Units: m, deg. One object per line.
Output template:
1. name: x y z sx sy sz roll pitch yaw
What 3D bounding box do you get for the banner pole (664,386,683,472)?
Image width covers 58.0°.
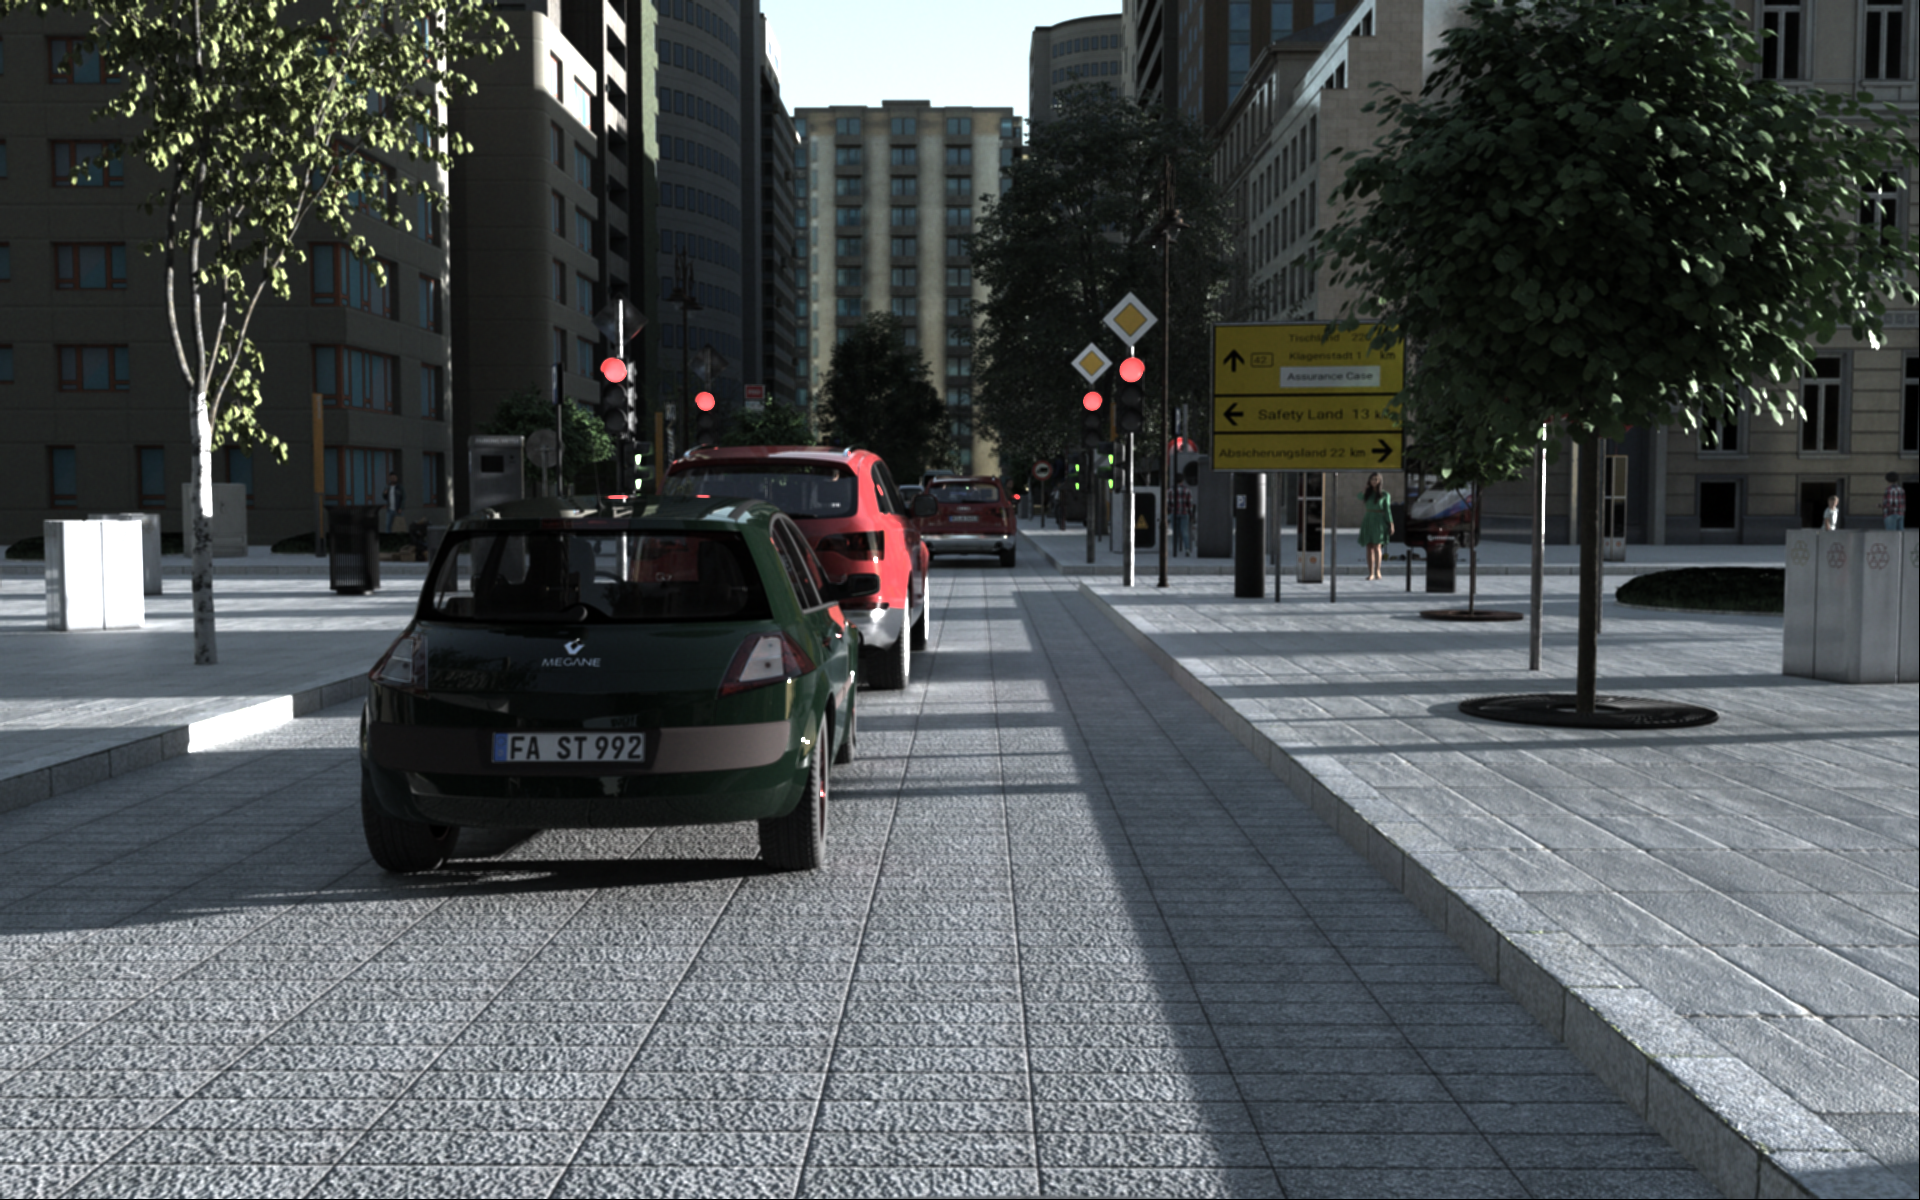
1. banner pole: -6.632 -3.077 40.330 0.401 3.779 0.863 -3 5 -45

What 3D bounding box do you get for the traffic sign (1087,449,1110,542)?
1. traffic sign: 3.771 -2.844 46.607 0.768 2.556 0.104 0 4 7

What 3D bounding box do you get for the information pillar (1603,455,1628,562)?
1. information pillar: 12.446 -1.738 32.905 0.304 2.012 0.304 -1 4 -10

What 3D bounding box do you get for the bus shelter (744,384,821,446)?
1. bus shelter: -6.761 -5.405 66.001 2.179 5.291 8.768 0 4 0

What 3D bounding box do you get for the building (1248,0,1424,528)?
1. building: 18.770 -13.384 73.573 10.420 20.320 16.860 0 4 1

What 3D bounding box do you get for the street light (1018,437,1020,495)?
1. street light: 3.642 -8.201 106.881 0.468 5.910 1.993 0 4 1

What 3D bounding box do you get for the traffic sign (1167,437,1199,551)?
1. traffic sign: 4.936 -2.357 38.641 0.768 2.556 0.104 1 4 9

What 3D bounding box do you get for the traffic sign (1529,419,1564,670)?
1. traffic sign: 4.198 -0.762 12.561 0.768 2.556 0.104 0 4 1

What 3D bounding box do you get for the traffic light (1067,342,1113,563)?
1. traffic light: 2.412 -2.641 32.093 0.839 4.253 0.868 0 4 1

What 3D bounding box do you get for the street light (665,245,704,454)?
1. street light: -5.128 -3.645 32.391 0.468 5.910 1.993 0 4 1

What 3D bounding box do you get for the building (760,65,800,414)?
1. building: -27.104 -28.380 155.901 23.993 40.220 32.217 0 4 1

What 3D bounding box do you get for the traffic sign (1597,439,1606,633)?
1. traffic sign: 5.877 -0.966 15.902 0.768 2.556 0.104 0 4 3

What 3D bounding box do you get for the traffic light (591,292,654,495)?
1. traffic light: -4.723 -2.155 24.158 0.839 4.253 0.868 0 4 1

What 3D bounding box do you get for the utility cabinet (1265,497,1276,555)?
1. utility cabinet: 6.505 -1.589 37.146 0.306 1.237 1.020 -1 4 -13

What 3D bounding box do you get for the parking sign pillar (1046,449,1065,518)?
1. parking sign pillar: 5.386 -6.432 93.640 1.447 3.967 1.447 -1 4 -19

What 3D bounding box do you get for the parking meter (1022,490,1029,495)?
1. parking meter: 3.659 -5.437 97.309 0.372 1.533 0.369 0 3 0

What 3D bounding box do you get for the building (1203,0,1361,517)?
1. building: 20.780 -18.182 94.533 12.463 27.353 25.104 0 4 1

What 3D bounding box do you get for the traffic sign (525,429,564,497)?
1. traffic sign: -8.106 -2.062 33.826 0.768 2.556 0.104 0 4 2

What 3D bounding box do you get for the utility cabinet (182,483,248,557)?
1. utility cabinet: -15.052 -1.610 35.005 0.318 1.500 1.173 3 5 43

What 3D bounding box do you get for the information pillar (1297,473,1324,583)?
1. information pillar: 5.052 -1.252 24.962 0.304 2.012 0.304 0 4 -7

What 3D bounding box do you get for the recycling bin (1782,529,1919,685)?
1. recycling bin: 6.260 0.032 12.034 0.722 1.027 0.722 -1 4 -13

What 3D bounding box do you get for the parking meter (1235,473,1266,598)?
1. parking meter: 3.610 -0.802 21.525 0.372 1.533 0.369 0 3 0

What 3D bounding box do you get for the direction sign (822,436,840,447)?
1. direction sign: -5.023 -4.628 67.670 0.379 3.537 0.876 3 5 45

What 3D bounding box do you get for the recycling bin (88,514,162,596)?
1. recycling bin: -10.618 -0.579 22.025 0.722 1.027 0.722 -3 4 -37

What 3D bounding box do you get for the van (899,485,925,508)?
1. van: -2.252 -4.529 81.059 2.013 2.044 4.112 0 3 0

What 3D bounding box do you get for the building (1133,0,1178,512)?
1. building: 24.984 -31.099 132.175 21.300 48.544 21.600 0 4 1

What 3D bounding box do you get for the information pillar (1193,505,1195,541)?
1. information pillar: 6.417 -2.653 47.876 0.304 2.012 0.304 -1 4 -14

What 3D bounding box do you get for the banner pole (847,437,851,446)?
1. banner pole: -4.868 -5.275 76.261 0.401 3.779 0.863 0 4 6

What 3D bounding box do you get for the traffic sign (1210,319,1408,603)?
1. traffic sign: 4.089 -1.623 20.404 2.265 3.308 0.079 1 4 10

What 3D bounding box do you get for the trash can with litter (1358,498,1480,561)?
1. trash can with litter: 8.872 -1.367 33.415 2.233 1.210 1.678 1 4 17

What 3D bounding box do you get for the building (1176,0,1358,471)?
1. building: 22.010 -28.378 114.086 14.600 45.320 14.200 0 4 1

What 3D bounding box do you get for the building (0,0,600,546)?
1. building: -28.835 -12.960 56.942 27.650 21.520 28.899 0 4 1

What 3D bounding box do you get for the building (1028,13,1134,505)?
1. building: 22.737 -40.941 211.383 28.212 58.520 21.231 0 4 1

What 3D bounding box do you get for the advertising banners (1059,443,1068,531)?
1. advertising banners: 3.644 -3.962 60.961 0.090 3.025 2.074 0 4 -3

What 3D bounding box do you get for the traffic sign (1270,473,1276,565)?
1. traffic sign: 5.673 -1.911 31.345 0.768 2.556 0.104 0 4 7

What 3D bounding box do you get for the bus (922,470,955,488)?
1. bus: -1.363 -8.886 140.139 2.948 3.499 13.247 0 4 2

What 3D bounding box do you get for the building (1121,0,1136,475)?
1. building: 29.081 -34.738 157.198 28.713 52.752 27.495 0 4 1

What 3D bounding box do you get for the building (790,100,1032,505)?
1. building: -6.584 -36.308 213.246 30.456 49.044 23.786 0 4 1

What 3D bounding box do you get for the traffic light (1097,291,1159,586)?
1. traffic light: 2.338 -2.152 24.109 0.839 4.253 0.868 0 4 1

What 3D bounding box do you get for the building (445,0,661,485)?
1. building: -24.177 -19.579 91.815 14.160 30.474 14.107 0 4 1

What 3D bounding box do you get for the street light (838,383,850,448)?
1. street light: -4.818 -6.080 72.191 0.468 5.910 1.993 0 4 1

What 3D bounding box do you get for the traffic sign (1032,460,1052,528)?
1. traffic sign: 3.094 -3.975 65.094 0.768 2.556 0.104 1 4 10

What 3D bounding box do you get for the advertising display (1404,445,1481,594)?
1. advertising display: 6.273 -1.060 22.541 0.974 1.923 0.123 2 4 32

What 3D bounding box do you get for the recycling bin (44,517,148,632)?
1. recycling bin: -8.282 -0.245 16.557 0.722 1.027 0.722 -3 4 -38

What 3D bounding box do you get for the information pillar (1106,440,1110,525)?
1. information pillar: 5.912 -4.867 70.936 0.504 3.616 0.183 -1 4 -20

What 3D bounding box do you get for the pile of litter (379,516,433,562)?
1. pile of litter: -10.548 -1.171 33.113 1.176 0.858 1.719 -1 4 -18

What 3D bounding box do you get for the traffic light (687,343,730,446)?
1. traffic light: -4.649 -2.644 32.143 0.839 4.253 0.868 0 4 1

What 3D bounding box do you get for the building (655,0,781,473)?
1. building: -36.261 -40.971 211.866 28.212 58.520 21.231 0 4 1

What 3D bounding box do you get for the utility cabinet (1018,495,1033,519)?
1. utility cabinet: 3.396 -4.812 89.832 0.306 1.237 1.020 3 4 39

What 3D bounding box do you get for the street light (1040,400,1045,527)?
1. street light: 3.246 -5.804 67.688 0.468 5.910 1.993 0 4 1

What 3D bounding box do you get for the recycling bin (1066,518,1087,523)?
1. recycling bin: 5.210 -3.942 77.004 0.722 1.027 0.722 -3 5 -44

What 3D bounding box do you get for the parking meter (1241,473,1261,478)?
1. parking meter: 5.619 -1.698 33.470 0.255 1.863 0.399 3 4 36

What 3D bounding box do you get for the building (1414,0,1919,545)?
1. building: 24.253 -16.080 48.808 20.117 28.700 13.634 0 4 1
